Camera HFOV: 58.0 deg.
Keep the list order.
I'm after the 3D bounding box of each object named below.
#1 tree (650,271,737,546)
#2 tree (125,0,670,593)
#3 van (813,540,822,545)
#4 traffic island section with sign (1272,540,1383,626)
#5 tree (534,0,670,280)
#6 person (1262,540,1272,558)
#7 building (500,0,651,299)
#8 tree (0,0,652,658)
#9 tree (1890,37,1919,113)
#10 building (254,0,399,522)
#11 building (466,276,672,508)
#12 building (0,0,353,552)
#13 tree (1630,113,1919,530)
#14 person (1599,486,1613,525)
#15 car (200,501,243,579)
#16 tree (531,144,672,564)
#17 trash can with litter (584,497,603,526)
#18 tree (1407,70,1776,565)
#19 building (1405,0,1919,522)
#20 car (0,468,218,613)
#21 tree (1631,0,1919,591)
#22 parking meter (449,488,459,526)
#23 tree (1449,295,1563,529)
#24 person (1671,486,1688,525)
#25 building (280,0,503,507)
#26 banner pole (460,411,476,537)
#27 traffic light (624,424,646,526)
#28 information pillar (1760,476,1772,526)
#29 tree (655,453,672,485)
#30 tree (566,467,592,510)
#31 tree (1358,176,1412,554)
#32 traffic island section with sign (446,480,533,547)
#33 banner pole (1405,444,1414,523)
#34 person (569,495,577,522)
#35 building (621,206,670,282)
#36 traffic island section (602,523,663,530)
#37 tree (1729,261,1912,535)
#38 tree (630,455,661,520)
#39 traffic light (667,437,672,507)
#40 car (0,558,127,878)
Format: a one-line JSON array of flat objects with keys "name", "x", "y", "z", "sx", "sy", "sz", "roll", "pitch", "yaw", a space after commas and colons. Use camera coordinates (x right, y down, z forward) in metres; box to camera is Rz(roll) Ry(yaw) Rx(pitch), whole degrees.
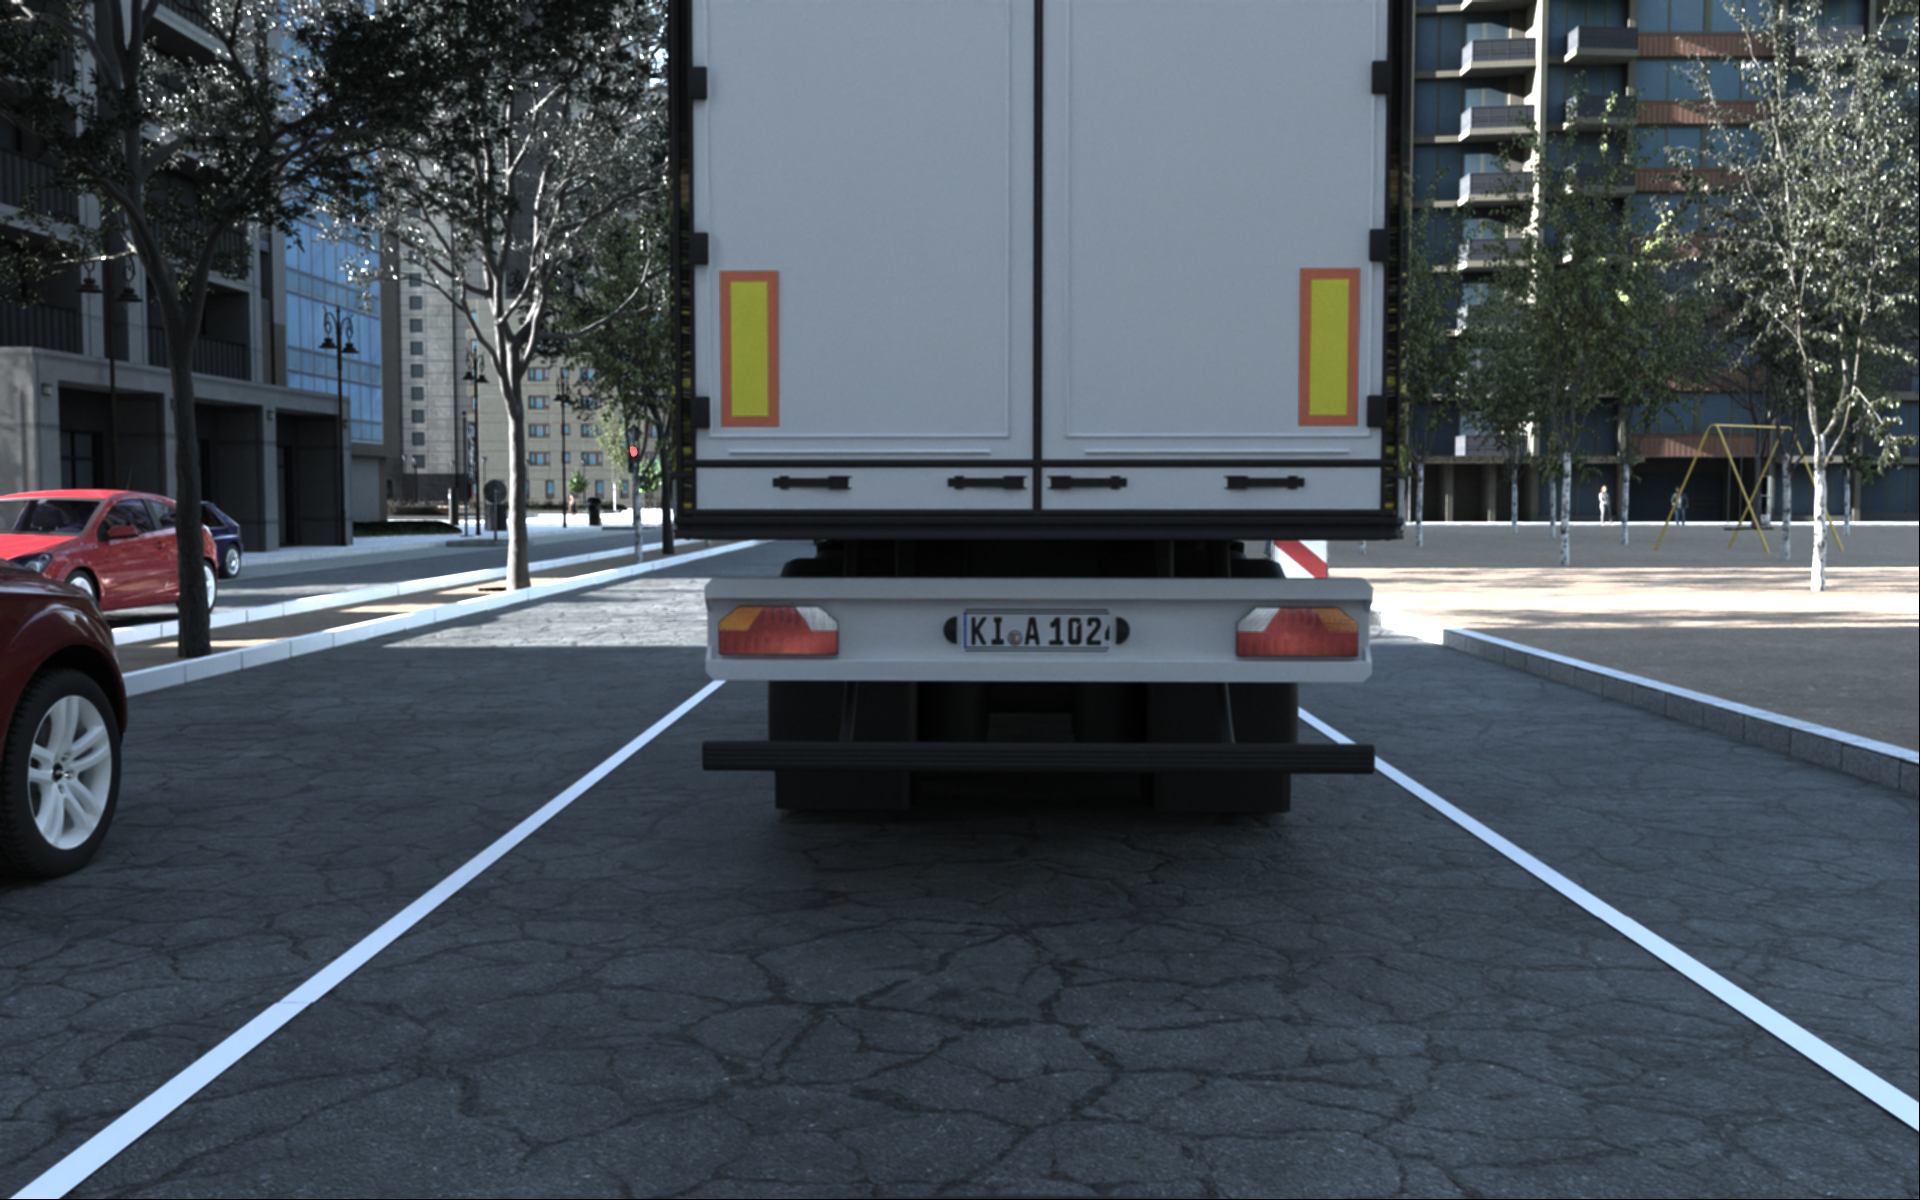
[{"name": "tree", "x": -6.889, "y": -5.774, "z": 47.224, "sx": 4.360, "sy": 8.622, "sz": 3.978, "roll": 0, "pitch": 3, "yaw": 0}, {"name": "tree", "x": -6.477, "y": -6.861, "z": 24.997, "sx": 12.009, "sy": 13.543, "sz": 11.850, "roll": 0, "pitch": 3, "yaw": 0}, {"name": "van", "x": -3.302, "y": -2.638, "z": 50.149, "sx": 2.013, "sy": 2.044, "sz": 4.112, "roll": 0, "pitch": 4, "yaw": 0}, {"name": "traffic island section with sign", "x": 3.630, "y": -0.685, "z": 19.824, "sx": 1.989, "sy": 1.847, "sz": 2.006, "roll": 0, "pitch": 4, "yaw": 0}, {"name": "tree", "x": -7.847, "y": -12.390, "z": 60.923, "sx": 12.611, "sy": 20.169, "sz": 13.585, "roll": 0, "pitch": 3, "yaw": 0}, {"name": "person", "x": 6.302, "y": -1.723, "z": 34.206, "sx": 0.713, "sy": 1.824, "sz": 0.794, "roll": -1, "pitch": 4, "yaw": -16}, {"name": "building", "x": -50.337, "y": -47.635, "z": 217.083, "sx": 20.611, "sy": 71.187, "sz": 20.563, "roll": 0, "pitch": 4, "yaw": 0}, {"name": "tree", "x": -6.678, "y": -4.791, "z": 15.201, "sx": 8.767, "sy": 10.594, "sz": 7.601, "roll": 0, "pitch": 4, "yaw": 0}, {"name": "tree", "x": 26.504, "y": -8.203, "z": 44.491, "sx": 12.009, "sy": 13.543, "sz": 11.850, "roll": 0, "pitch": 3, "yaw": 0}, {"name": "building", "x": -28.947, "y": -25.029, "z": 59.336, "sx": 14.200, "sy": 45.320, "sz": 14.600, "roll": 0, "pitch": 4, "yaw": 0}, {"name": "building", "x": -29.854, "y": -19.758, "z": 168.084, "sx": 27.650, "sy": 21.520, "sz": 28.899, "roll": 0, "pitch": 4, "yaw": 0}, {"name": "building", "x": -25.542, "y": -36.626, "z": 37.082, "sx": 20.563, "sy": 71.187, "sz": 20.611, "roll": 0, "pitch": 4, "yaw": 0}, {"name": "tree", "x": 29.006, "y": -9.303, "z": 62.480, "sx": 12.009, "sy": 13.543, "sz": 11.850, "roll": 0, "pitch": 3, "yaw": 0}, {"name": "person", "x": 27.592, "y": -3.979, "z": 73.834, "sx": 0.520, "sy": 1.790, "sz": 0.573, "roll": -3, "pitch": 4, "yaw": -37}, {"name": "car", "x": -13.145, "y": -0.938, "z": 27.915, "sx": 1.945, "sy": 1.354, "sz": 3.894, "roll": 0, "pitch": 4, "yaw": 2}, {"name": "tree", "x": -6.525, "y": -5.020, "z": 34.897, "sx": 4.737, "sy": 8.622, "sz": 4.395, "roll": 0, "pitch": 3, "yaw": 0}, {"name": "trash can with litter", "x": -14.827, "y": -3.596, "z": 70.179, "sx": 0.624, "sy": 1.170, "sz": 1.055, "roll": 0, "pitch": 4, "yaw": -2}, {"name": "tree", "x": 11.196, "y": -4.945, "z": 31.218, "sx": 4.737, "sy": 8.622, "sz": 4.395, "roll": 0, "pitch": 3, "yaw": 0}, {"name": "building", "x": 32.916, "y": -26.479, "z": 87.557, "sx": 28.867, "sy": 44.769, "sz": 22.147, "roll": 0, "pitch": 4, "yaw": 0}, {"name": "car", "x": -9.665, "y": -0.587, "z": 18.635, "sx": 2.155, "sy": 1.783, "sz": 4.494, "roll": 0, "pitch": 4, "yaw": 1}, {"name": "tree", "x": 11.219, "y": -4.419, "z": 22.614, "sx": 4.360, "sy": 8.622, "sz": 3.978, "roll": 0, "pitch": 3, "yaw": 0}, {"name": "parking meter", "x": -20.588, "y": -3.793, "z": 70.432, "sx": 0.372, "sy": 1.533, "sz": 0.369, "roll": 0, "pitch": 3, "yaw": 0}, {"name": "tree", "x": 20.068, "y": -6.908, "z": 63.305, "sx": 4.360, "sy": 8.622, "sz": 3.978, "roll": 0, "pitch": 3, "yaw": 0}, {"name": "person", "x": 29.673, "y": -3.828, "z": 71.439, "sx": 0.623, "sy": 1.781, "sz": 0.721, "roll": 1, "pitch": 4, "yaw": 12}, {"name": "building", "x": -70.949, "y": -47.620, "z": 216.836, "sx": 20.611, "sy": 71.187, "sz": 20.563, "roll": 0, "pitch": 4, "yaw": 0}, {"name": "banner pole", "x": -14.840, "y": -3.815, "z": 52.389, "sx": 0.401, "sy": 3.779, "sz": 0.863, "roll": 1, "pitch": 4, "yaw": 14}, {"name": "traffic light", "x": -13.081, "y": -4.935, "z": 69.606, "sx": 0.839, "sy": 4.253, "sz": 0.868, "roll": 0, "pitch": 4, "yaw": 0}, {"name": "information pillar", "x": 32.664, "y": -4.020, "z": 70.212, "sx": 0.304, "sy": 2.012, "sz": 0.304, "roll": -3, "pitch": 5, "yaw": -39}, {"name": "tree", "x": -20.022, "y": -8.460, "z": 122.030, "sx": 4.285, "sy": 4.588, "sz": 4.351, "roll": 0, "pitch": 3, "yaw": 0}, {"name": "tree", "x": -27.155, "y": -7.844, "z": 122.846, "sx": 1.663, "sy": 3.219, "sz": 1.824, "roll": 0, "pitch": 3, "yaw": 0}, {"name": "tree", "x": 8.677, "y": -5.307, "z": 37.129, "sx": 4.737, "sy": 8.622, "sz": 4.395, "roll": 0, "pitch": 3, "yaw": 0}, {"name": "traffic island section with sign", "x": -12.876, "y": -2.386, "z": 47.636, "sx": 1.989, "sy": 1.847, "sz": 2.006, "roll": 0, "pitch": 4, "yaw": 0}, {"name": "banner pole", "x": 19.685, "y": -5.298, "z": 76.637, "sx": 0.863, "sy": 3.779, "sz": 0.401, "roll": 1, "pitch": 4, "yaw": 10}, {"name": "person", "x": -17.949, "y": -4.259, "z": 80.347, "sx": 0.362, "sy": 1.253, "sz": 0.373, "roll": 1, "pitch": 4, "yaw": 19}, {"name": "building", "x": -28.059, "y": -31.805, "z": 211.895, "sx": 23.993, "sy": 40.220, "sz": 32.217, "roll": 0, "pitch": 4, "yaw": 0}, {"name": "traffic island section", "x": -13.121, "y": -2.903, "z": 69.741, "sx": 2.009, "sy": 0.180, "sz": 2.903, "roll": 0, "pitch": 4, "yaw": 0}, {"name": "tree", "x": 27.307, "y": -6.303, "z": 53.417, "sx": 4.737, "sy": 8.622, "sz": 4.395, "roll": 0, "pitch": 3, "yaw": 0}, {"name": "tree", "x": -15.655, "y": -5.617, "z": 86.447, "sx": 1.663, "sy": 3.219, "sz": 1.824, "roll": 0, "pitch": 3, "yaw": 0}, {"name": "traffic light", "x": -10.958, "y": -6.297, "z": 77.618, "sx": 4.771, "sy": 5.953, "sz": 1.251, "roll": 0, "pitch": 4, "yaw": 0}, {"name": "car", "x": -4.383, "y": 0.232, "z": 4.884, "sx": 2.281, "sy": 1.827, "sz": 5.304, "roll": 0, "pitch": 4, "yaw": 2}]
